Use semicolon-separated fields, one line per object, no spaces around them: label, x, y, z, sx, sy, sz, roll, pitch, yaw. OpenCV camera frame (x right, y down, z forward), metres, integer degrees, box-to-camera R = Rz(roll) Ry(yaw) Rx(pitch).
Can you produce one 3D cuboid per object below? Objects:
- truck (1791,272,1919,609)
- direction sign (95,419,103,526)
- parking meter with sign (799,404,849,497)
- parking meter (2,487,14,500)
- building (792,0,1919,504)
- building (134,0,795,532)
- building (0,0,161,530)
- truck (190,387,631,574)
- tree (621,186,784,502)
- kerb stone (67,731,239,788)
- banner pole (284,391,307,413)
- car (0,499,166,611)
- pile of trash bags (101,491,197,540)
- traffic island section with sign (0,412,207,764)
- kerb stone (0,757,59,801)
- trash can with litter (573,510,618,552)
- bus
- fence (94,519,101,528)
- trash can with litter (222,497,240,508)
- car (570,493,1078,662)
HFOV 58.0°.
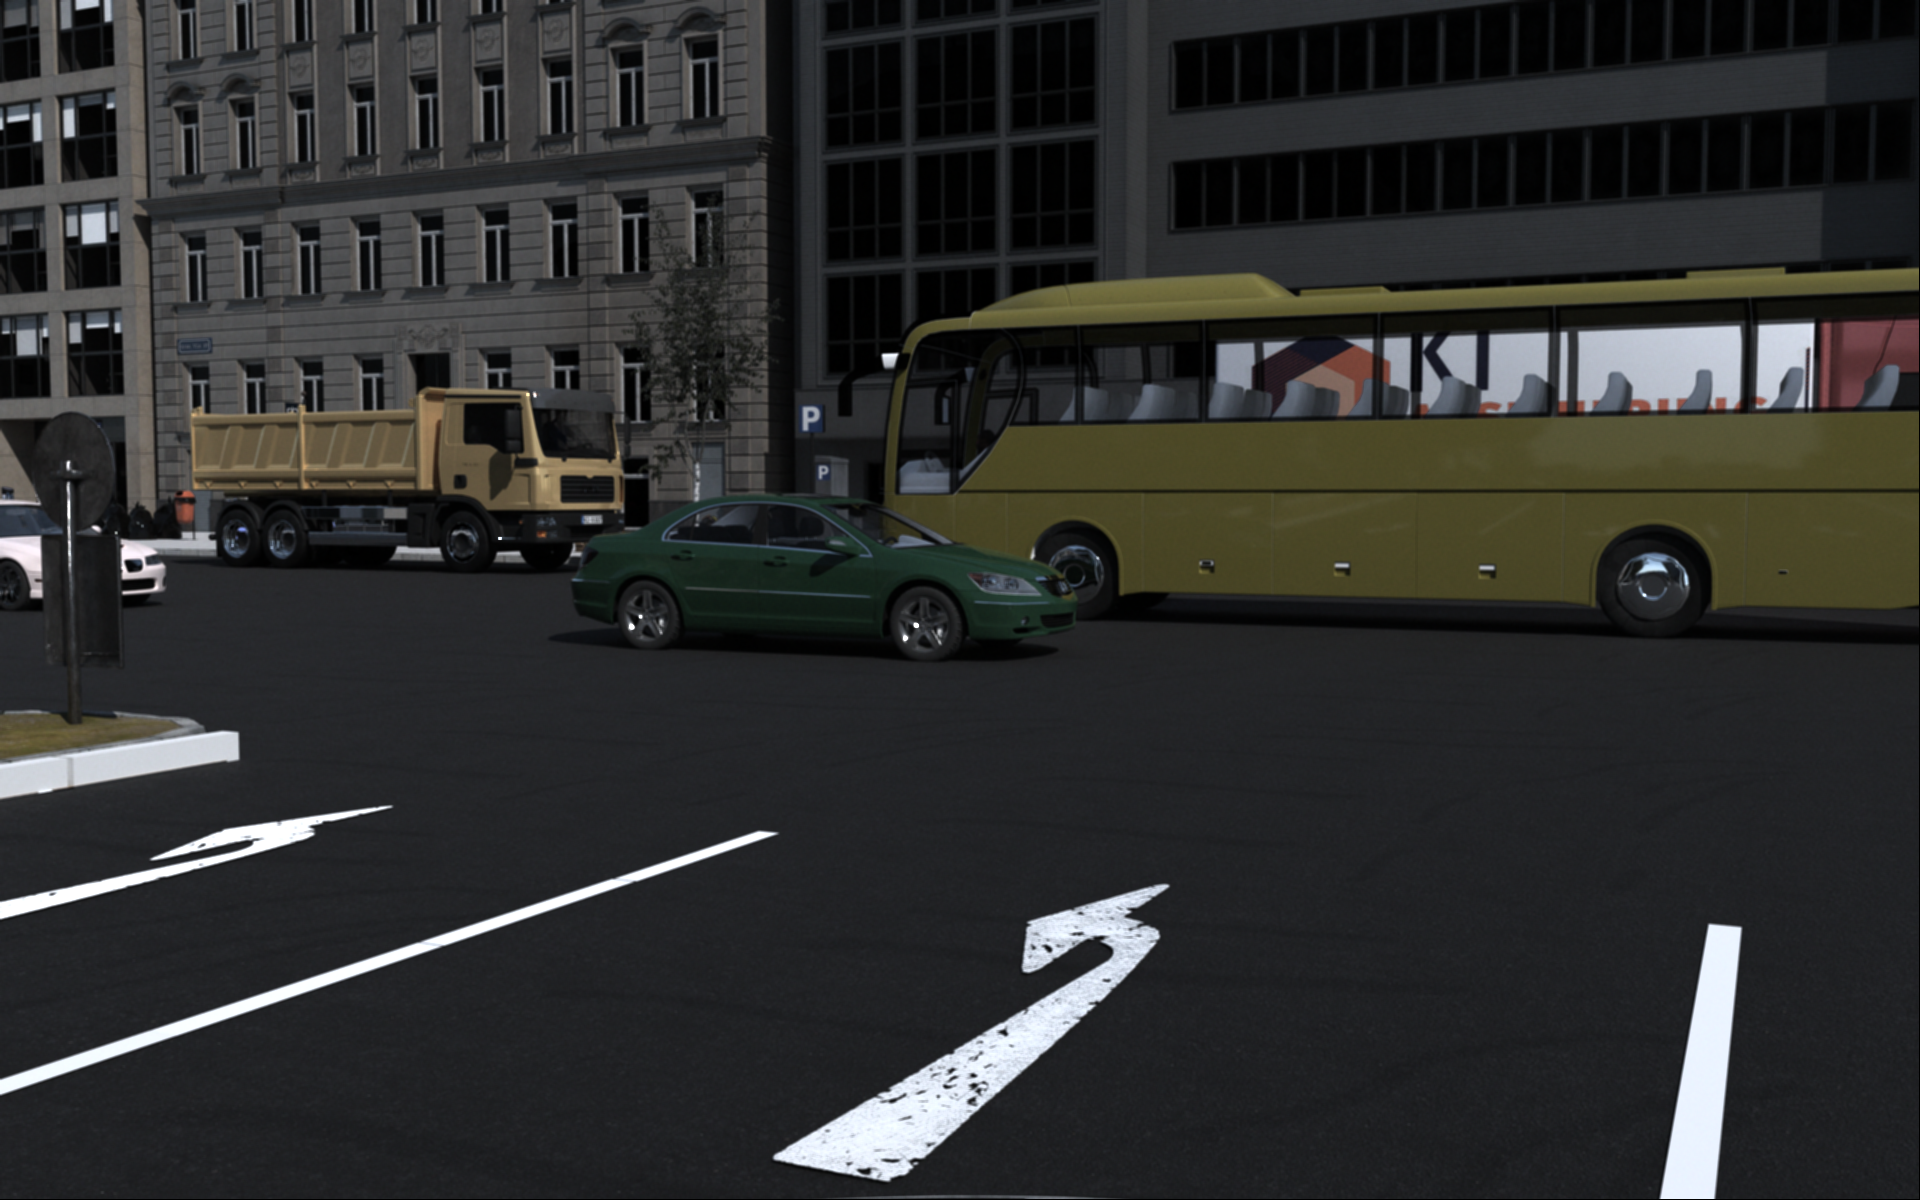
truck;9.267;-2.144;23.969;11.283;4.237;2.839;2;4;25
direction sign;-26.229;-3.701;52.508;0.876;3.537;0.379;2;4;30
parking meter with sign;-2.533;-2.344;34.588;0.543;3.016;1.738;2;4;25
parking meter;-33.226;-3.184;60.469;0.372;1.533;0.369;0;3;0
building;11.143;-13.939;46.977;30.058;24.678;14.314;2;4;25
building;-14.027;-15.957;58.168;25.104;27.353;12.463;2;4;25
building;-39.233;-16.509;74.443;34.151;26.468;19.350;2;4;25
truck;-10.312;-2.276;33.140;9.791;3.379;3.469;2;4;26
tree;-6.408;-5.620;42.248;4.360;8.622;3.978;0;3;0
kerb stone;-4.154;0.813;8.907;0.120;0.150;1.000;2;4;25
banner pole;-16.032;-3.179;41.995;0.401;3.779;0.863;1;4;23
car;-12.528;-0.629;22.640;4.827;1.381;2.083;2;4;27
pile of trash bags;-22.785;-2.403;49.035;3.447;1.369;1.912;2;4;32
traffic island section with sign;-5.189;-0.060;9.120;2.006;1.907;1.989;2;4;25
kerb stone;-4.603;0.869;7.985;0.120;0.150;1.000;2;4;25
trash can with litter;-8.100;-1.653;38.406;1.055;1.170;0.624;0;4;-5
bus;4.734;-1.694;19.241;12.252;3.916;2.896;2;4;23
fence;-23.958;-1.933;46.987;0.278;0.683;2.069;1;4;9
trash can with litter;-21.046;-2.449;51.102;2.233;1.210;1.678;-2;4;-34
car;-1.279;-0.266;16.146;4.920;1.459;2.131;2;4;24
